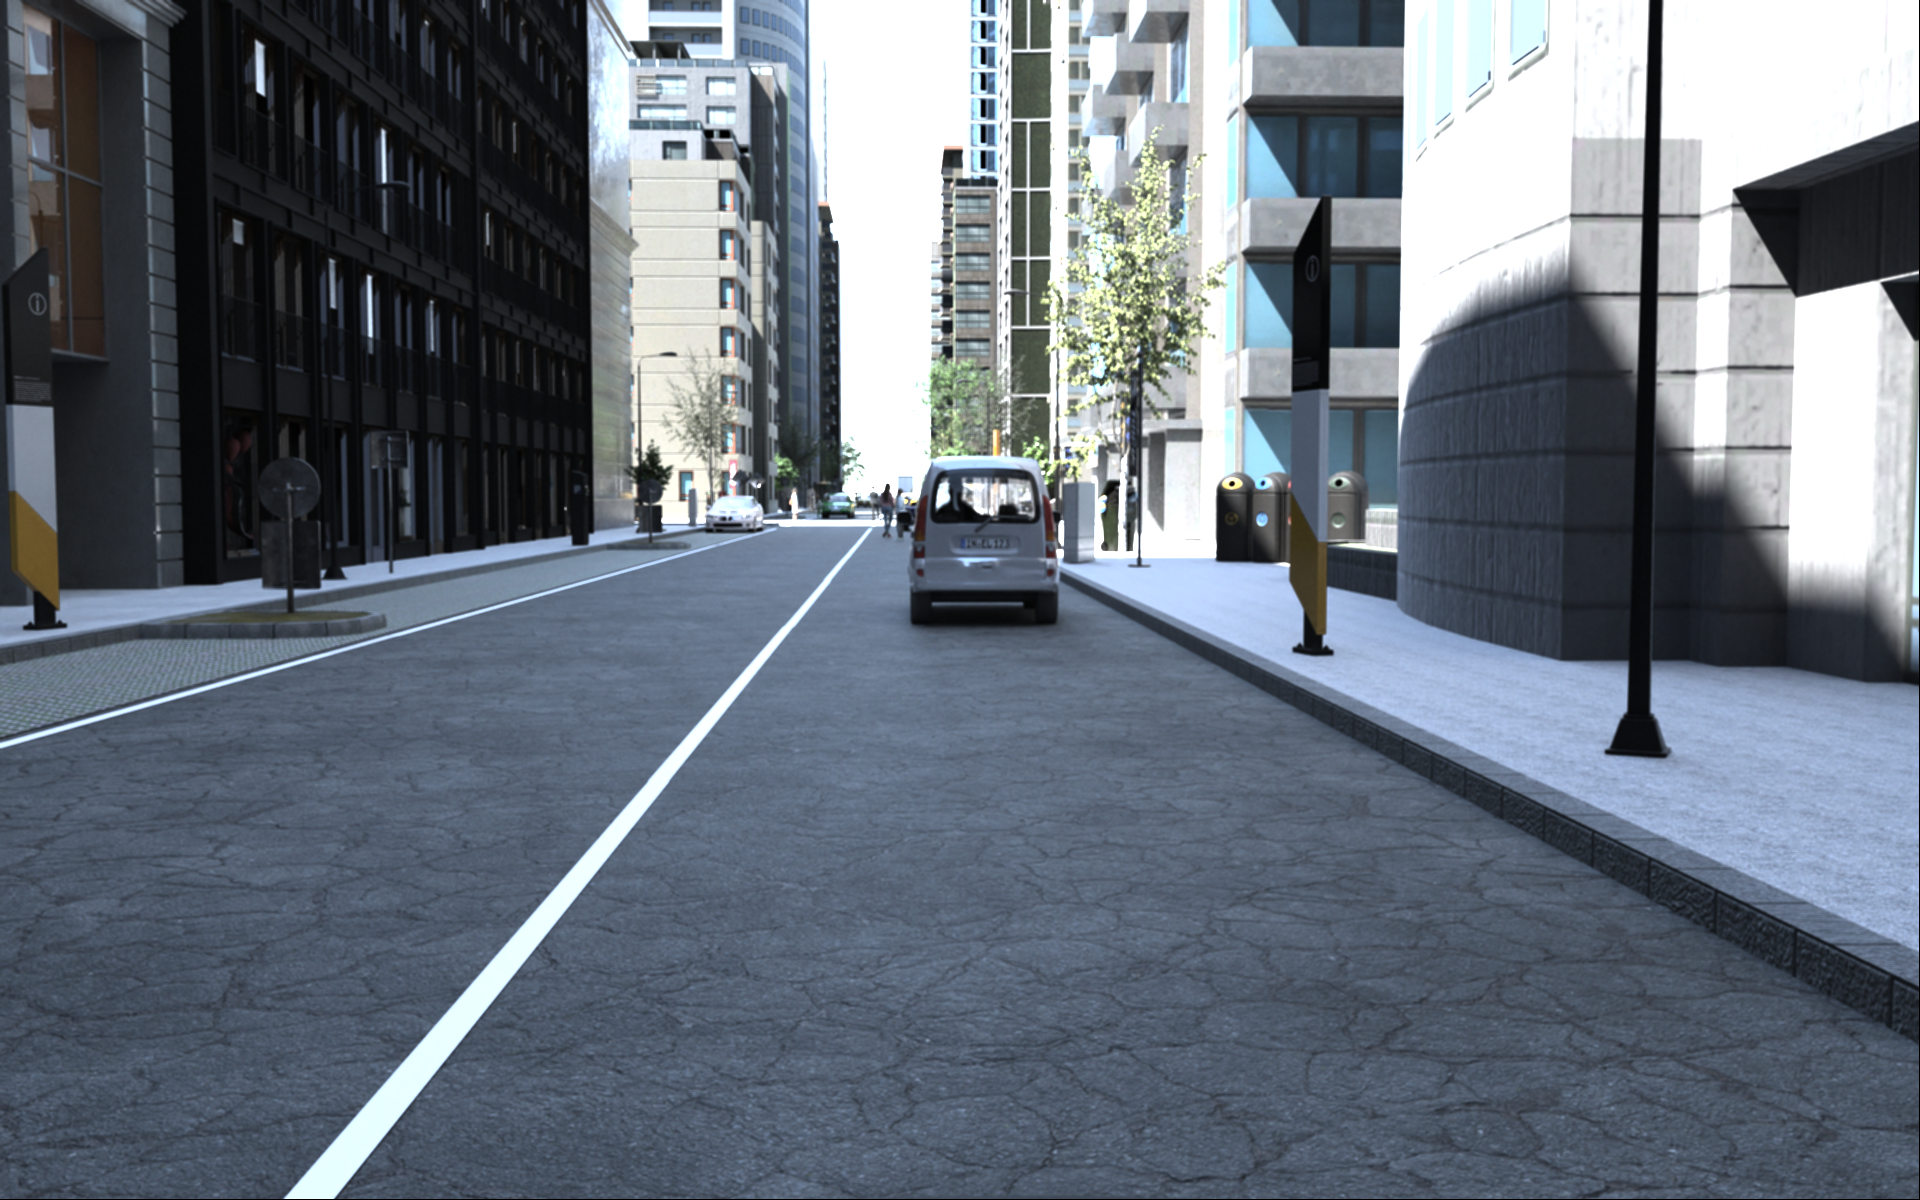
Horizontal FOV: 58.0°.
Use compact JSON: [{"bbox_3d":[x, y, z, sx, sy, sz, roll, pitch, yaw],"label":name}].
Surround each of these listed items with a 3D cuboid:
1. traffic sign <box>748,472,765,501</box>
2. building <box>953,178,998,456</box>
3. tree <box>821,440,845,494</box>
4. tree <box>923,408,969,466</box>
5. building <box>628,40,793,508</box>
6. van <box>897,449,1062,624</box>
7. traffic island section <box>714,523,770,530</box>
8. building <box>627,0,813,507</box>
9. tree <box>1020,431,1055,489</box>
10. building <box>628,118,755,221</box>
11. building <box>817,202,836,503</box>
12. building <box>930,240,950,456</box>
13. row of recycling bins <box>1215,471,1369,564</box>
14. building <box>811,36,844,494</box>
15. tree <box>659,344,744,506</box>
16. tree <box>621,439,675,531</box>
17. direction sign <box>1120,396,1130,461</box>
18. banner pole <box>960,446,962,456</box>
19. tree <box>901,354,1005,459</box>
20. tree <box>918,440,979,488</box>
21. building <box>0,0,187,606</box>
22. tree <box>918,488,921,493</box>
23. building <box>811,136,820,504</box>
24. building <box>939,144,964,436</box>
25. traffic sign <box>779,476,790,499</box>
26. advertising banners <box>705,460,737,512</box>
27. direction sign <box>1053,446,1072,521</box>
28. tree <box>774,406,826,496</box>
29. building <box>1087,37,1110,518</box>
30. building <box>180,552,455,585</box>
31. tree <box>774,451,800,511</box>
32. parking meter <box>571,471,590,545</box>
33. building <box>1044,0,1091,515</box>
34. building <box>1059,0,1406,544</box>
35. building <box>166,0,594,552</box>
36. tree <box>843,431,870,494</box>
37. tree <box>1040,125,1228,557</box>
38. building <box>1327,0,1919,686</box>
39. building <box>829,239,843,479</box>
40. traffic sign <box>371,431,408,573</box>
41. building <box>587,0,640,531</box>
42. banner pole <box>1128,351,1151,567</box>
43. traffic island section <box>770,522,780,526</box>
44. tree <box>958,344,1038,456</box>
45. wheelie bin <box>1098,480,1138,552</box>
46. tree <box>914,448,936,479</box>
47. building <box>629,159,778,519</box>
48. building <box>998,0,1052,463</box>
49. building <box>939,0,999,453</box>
[{"bbox_3d":[-9.163,-4.552,78.068,0.795,2.450,0.064,0,4,-2],"label":"traffic sign"},{"bbox_3d":[6.342,-23.819,161.138,14.160,30.474,14.107,0,4,-2],"label":"building"},{"bbox_3d":[-17.199,-17.003,228.357,4.737,8.622,4.395,0,3,0],"label":"tree"},{"bbox_3d":[-1.088,-11.816,143.557,4.737,8.622,4.395,0,3,0],"label":"tree"},{"bbox_3d":[-22.945,-29.097,159.326,14.154,41.232,14.086,0,4,-2],"label":"building"},{"bbox_3d":[0.242,-0.827,20.535,2.013,2.044,4.112,0,4,-1],"label":"van"},{"bbox_3d":[-8.909,-2.928,70.149,2.009,0.180,2.903,0,4,-2],"label":"traffic island section"},{"bbox_3d":[-26.596,-39.009,179.794,21.231,58.520,28.212,0,4,-2],"label":"building"},{"bbox_3d":[2.242,-3.580,53.129,1.663,3.219,1.824,0,3,0],"label":"tree"},{"bbox_3d":[-23.742,-22.343,137.011,14.160,30.474,14.107,0,4,-2],"label":"building"},{"bbox_3d":[-29.416,-36.516,251.663,22.147,44.769,28.867,0,4,-2],"label":"building"},{"bbox_3d":[2.102,-36.488,280.170,14.154,41.232,14.086,0,4,-2],"label":"building"},{"bbox_3d":[6.116,-1.525,32.044,1.069,1.692,3.534,-3,4,-36],"label":"row of recycling bins"},{"bbox_3d":[-29.118,-51.239,276.001,20.563,71.187,20.611,0,4,-2],"label":"building"},{"bbox_3d":[-12.284,-8.185,84.185,4.360,8.622,3.978,0,3,0],"label":"tree"},{"bbox_3d":[-10.647,-4.017,60.284,1.663,3.219,1.824,0,3,0],"label":"tree"},{"bbox_3d":[3.853,-2.959,40.381,0.379,3.537,0.876,-1,4,-8],"label":"direction sign"},{"bbox_3d":[0.039,-6.126,90.174,0.401,3.779,0.863,0,4,-4],"label":"banner pole"},{"bbox_3d":[-0.652,-12.317,127.138,9.928,11.665,9.643,0,3,0],"label":"tree"},{"bbox_3d":[0.068,-7.389,104.523,4.285,4.588,4.351,0,3,0],"label":"tree"},{"bbox_3d":[-15.709,-14.123,8.412,11.434,29.767,29.804,0,4,-2],"label":"building"},{"bbox_3d":[-6.144,-17.808,285.760,1.663,3.219,1.824,0,3,0],"label":"tree"},{"bbox_3d":[-24.837,-34.619,216.139,14.600,45.320,14.200,0,4,-2],"label":"building"},{"bbox_3d":[8.554,-34.216,214.051,22.147,44.769,28.867,0,4,-2],"label":"building"},{"bbox_3d":[-12.408,-7.494,122.632,0.768,2.556,0.104,0,4,6],"label":"traffic sign"},{"bbox_3d":[-12.215,-5.663,88.778,2.074,3.025,0.090,2,4,31],"label":"advertising banners"},{"bbox_3d":[4.838,-5.489,81.737,0.876,3.537,0.379,0,4,0],"label":"direction sign"},{"bbox_3d":[-14.045,-12.138,148.823,4.360,8.622,3.978,0,3,0],"label":"tree"},{"bbox_3d":[14.137,-26.656,85.935,14.200,45.320,14.600,0,4,-2],"label":"building"},{"bbox_3d":[-16.883,-12.335,31.356,12.332,23.373,15.834,0,4,-2],"label":"building"},{"bbox_3d":[-13.881,-9.083,132.213,4.285,4.588,4.351,0,3,0],"label":"tree"},{"bbox_3d":[-9.488,-2.299,43.293,0.399,1.863,0.255,1,4,14],"label":"parking meter"},{"bbox_3d":[18.526,-25.529,109.278,32.217,40.220,23.993,0,4,-2],"label":"building"},{"bbox_3d":[15.724,-26.543,53.590,23.786,49.044,30.456,0,4,-2],"label":"building"},{"bbox_3d":[-17.802,-13.332,47.656,12.332,23.373,15.834,0,4,-2],"label":"building"},{"bbox_3d":[-20.142,-24.102,312.196,7.486,12.596,7.792,0,3,0],"label":"tree"},{"bbox_3d":[3.393,-5.209,35.533,4.737,8.622,4.395,0,3,0],"label":"tree"},{"bbox_3d":[15.031,-28.862,13.886,21.231,58.520,28.212,0,4,-2],"label":"building"},{"bbox_3d":[-27.152,-39.397,294.242,14.600,45.320,14.200,0,4,-2],"label":"building"},{"bbox_3d":[-9.227,-1.585,28.037,0.606,2.300,0.079,0,4,2],"label":"traffic sign"},{"bbox_3d":[-24.858,-16.193,62.013,25.104,27.353,12.463,0,4,-2],"label":"building"},{"bbox_3d":[3.125,-2.490,30.731,0.401,3.779,0.863,-1,4,-11],"label":"banner pole"},{"bbox_3d":[-9.187,-3.416,78.129,2.009,0.180,2.903,0,4,-2],"label":"traffic island section"},{"bbox_3d":[1.701,-8.273,85.628,4.360,8.622,3.978,0,3,0],"label":"tree"},{"bbox_3d":[3.544,-1.856,38.252,0.980,1.594,0.693,-2,4,-31],"label":"wheelie bin"},{"bbox_3d":[-4.328,-17.710,239.921,4.360,8.622,3.978,0,3,0],"label":"tree"},{"bbox_3d":[-25.853,-15.832,103.893,27.650,21.520,28.899,0,4,-2],"label":"building"},{"bbox_3d":[11.718,-43.014,141.524,20.563,71.187,20.611,0,4,-2],"label":"building"},{"bbox_3d":[9.247,-53.177,182.110,22.319,86.520,31.000,0,4,-2],"label":"building"}]
